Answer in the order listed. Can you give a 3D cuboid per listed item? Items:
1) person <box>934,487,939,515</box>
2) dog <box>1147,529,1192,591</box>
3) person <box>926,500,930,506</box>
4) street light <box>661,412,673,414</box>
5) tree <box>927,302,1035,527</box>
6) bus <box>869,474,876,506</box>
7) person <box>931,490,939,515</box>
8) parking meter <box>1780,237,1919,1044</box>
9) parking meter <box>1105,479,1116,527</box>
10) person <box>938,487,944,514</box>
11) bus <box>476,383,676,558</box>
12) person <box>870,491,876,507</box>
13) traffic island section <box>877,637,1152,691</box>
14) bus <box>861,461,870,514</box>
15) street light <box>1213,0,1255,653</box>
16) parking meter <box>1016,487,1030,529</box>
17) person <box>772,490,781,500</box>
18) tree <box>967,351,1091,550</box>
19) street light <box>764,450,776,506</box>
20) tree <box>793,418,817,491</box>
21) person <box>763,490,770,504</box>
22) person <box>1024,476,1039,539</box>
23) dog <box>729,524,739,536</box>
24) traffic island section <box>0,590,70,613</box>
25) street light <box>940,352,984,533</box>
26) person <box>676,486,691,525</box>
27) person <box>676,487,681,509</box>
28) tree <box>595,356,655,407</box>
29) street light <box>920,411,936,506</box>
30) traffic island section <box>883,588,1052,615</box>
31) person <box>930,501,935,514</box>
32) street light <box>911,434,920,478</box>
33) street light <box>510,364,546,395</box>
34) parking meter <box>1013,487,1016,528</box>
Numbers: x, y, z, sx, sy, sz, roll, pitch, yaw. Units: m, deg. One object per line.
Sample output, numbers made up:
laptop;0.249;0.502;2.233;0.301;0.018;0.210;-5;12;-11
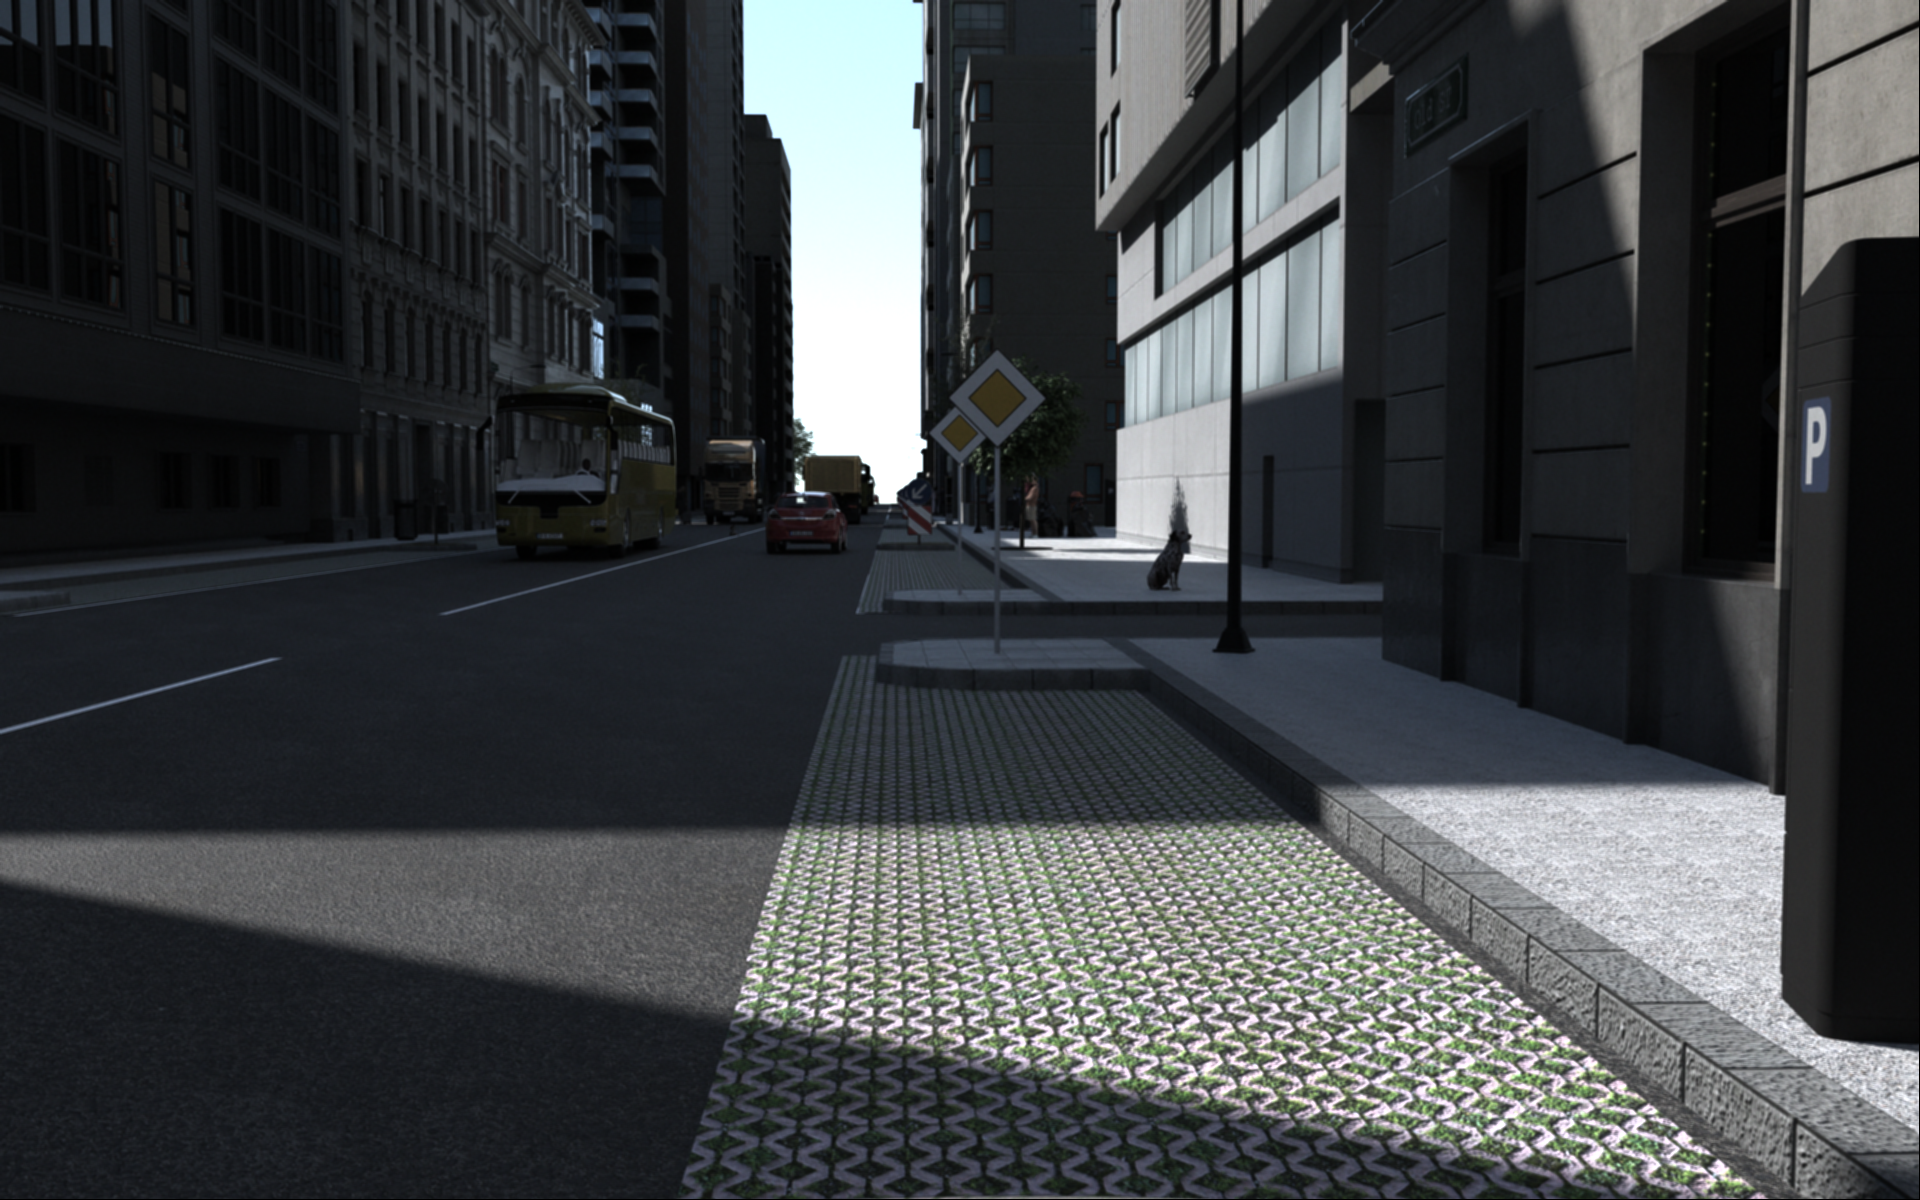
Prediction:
person;-1.368;-6.079;106.137;0.721;1.736;1.217;0;4;2
dog;2.760;-0.545;23.289;0.513;0.831;0.800;-1;4;-9
person;-2.585;-8.025;137.806;0.434;1.755;0.990;-1;4;-10
street light;-16.880;-7.670;97.947;1.470;5.913;1.316;0;4;-2
tree;0.697;-7.083;66.166;4.360;8.622;3.978;0;3;0
bus;-11.540;-13.212;207.559;2.896;3.916;12.252;0;4;-2
person;-1.523;-6.192;107.959;0.551;1.740;0.621;-2;4;-32
parking meter;2.185;0.093;4.184;0.255;1.863;0.399;1;4;11
parking meter;5.856;-3.772;67.380;0.399;1.863;0.255;0;4;-6
person;-1.205;-6.404;111.201;0.568;1.767;0.683;2;4;27
bus;-8.845;-3.081;41.926;2.896;3.916;12.252;0;4;-3
person;-9.693;-11.225;192.815;0.721;1.735;1.217;-3;4;-36
traffic island section;0.342;0.507;13.994;2.009;0.180;2.903;0;4;-2
bus;-7.874;-8.151;124.819;2.896;3.916;12.252;0;4;-3
street light;1.691;-2.531;13.918;1.470;5.913;1.316;0;4;-2
parking meter;2.428;-3.413;64.217;0.372;1.533;0.369;0;3;0
person;-17.581;-9.748;167.860;1.348;1.826;0.705;-2;4;-30
tree;1.372;-3.449;40.099;4.285;4.588;4.351;0;3;0
street light;-19.901;-12.737;180.794;1.470;5.913;1.316;0;4;-2
tree;-24.406;-20.648;255.724;7.486;12.596;7.792;0;3;0
person;-20.804;-11.012;186.620;0.750;1.759;0.617;0;4;-7
person;2.055;-2.689;49.984;0.580;1.828;0.573;2;4;27
dog;-7.699;-2.397;59.392;0.550;0.427;0.748;2;4;32
traffic island section;-12.494;0.048;21.502;2.009;0.180;2.903;0;4;-2
street light;0.065;-5.152;56.772;1.470;5.913;1.316;0;4;-2
person;-13.070;-4.464;81.700;0.699;1.804;1.509;-1;4;-11
person;-17.685;-6.267;109.311;0.445;1.727;0.742;-1;4;-20
tree;-17.928;-8.654;91.859;4.737;8.622;4.395;0;3;0
street light;-1.364;-7.596;96.742;1.470;5.913;1.316;0;4;-2
traffic island section;0.038;0.019;21.973;2.009;0.180;2.903;0;4;-2
person;-1.675;-6.321;112.649;0.557;1.426;1.065;1;4;17
street light;-2.815;-9.858;133.721;1.470;5.913;1.316;0;4;-2
street light;-15.528;-5.482;62.167;1.470;5.913;1.316;0;4;-2
parking meter;2.196;-3.472;65.174;0.372;1.533;0.369;0;3;0
